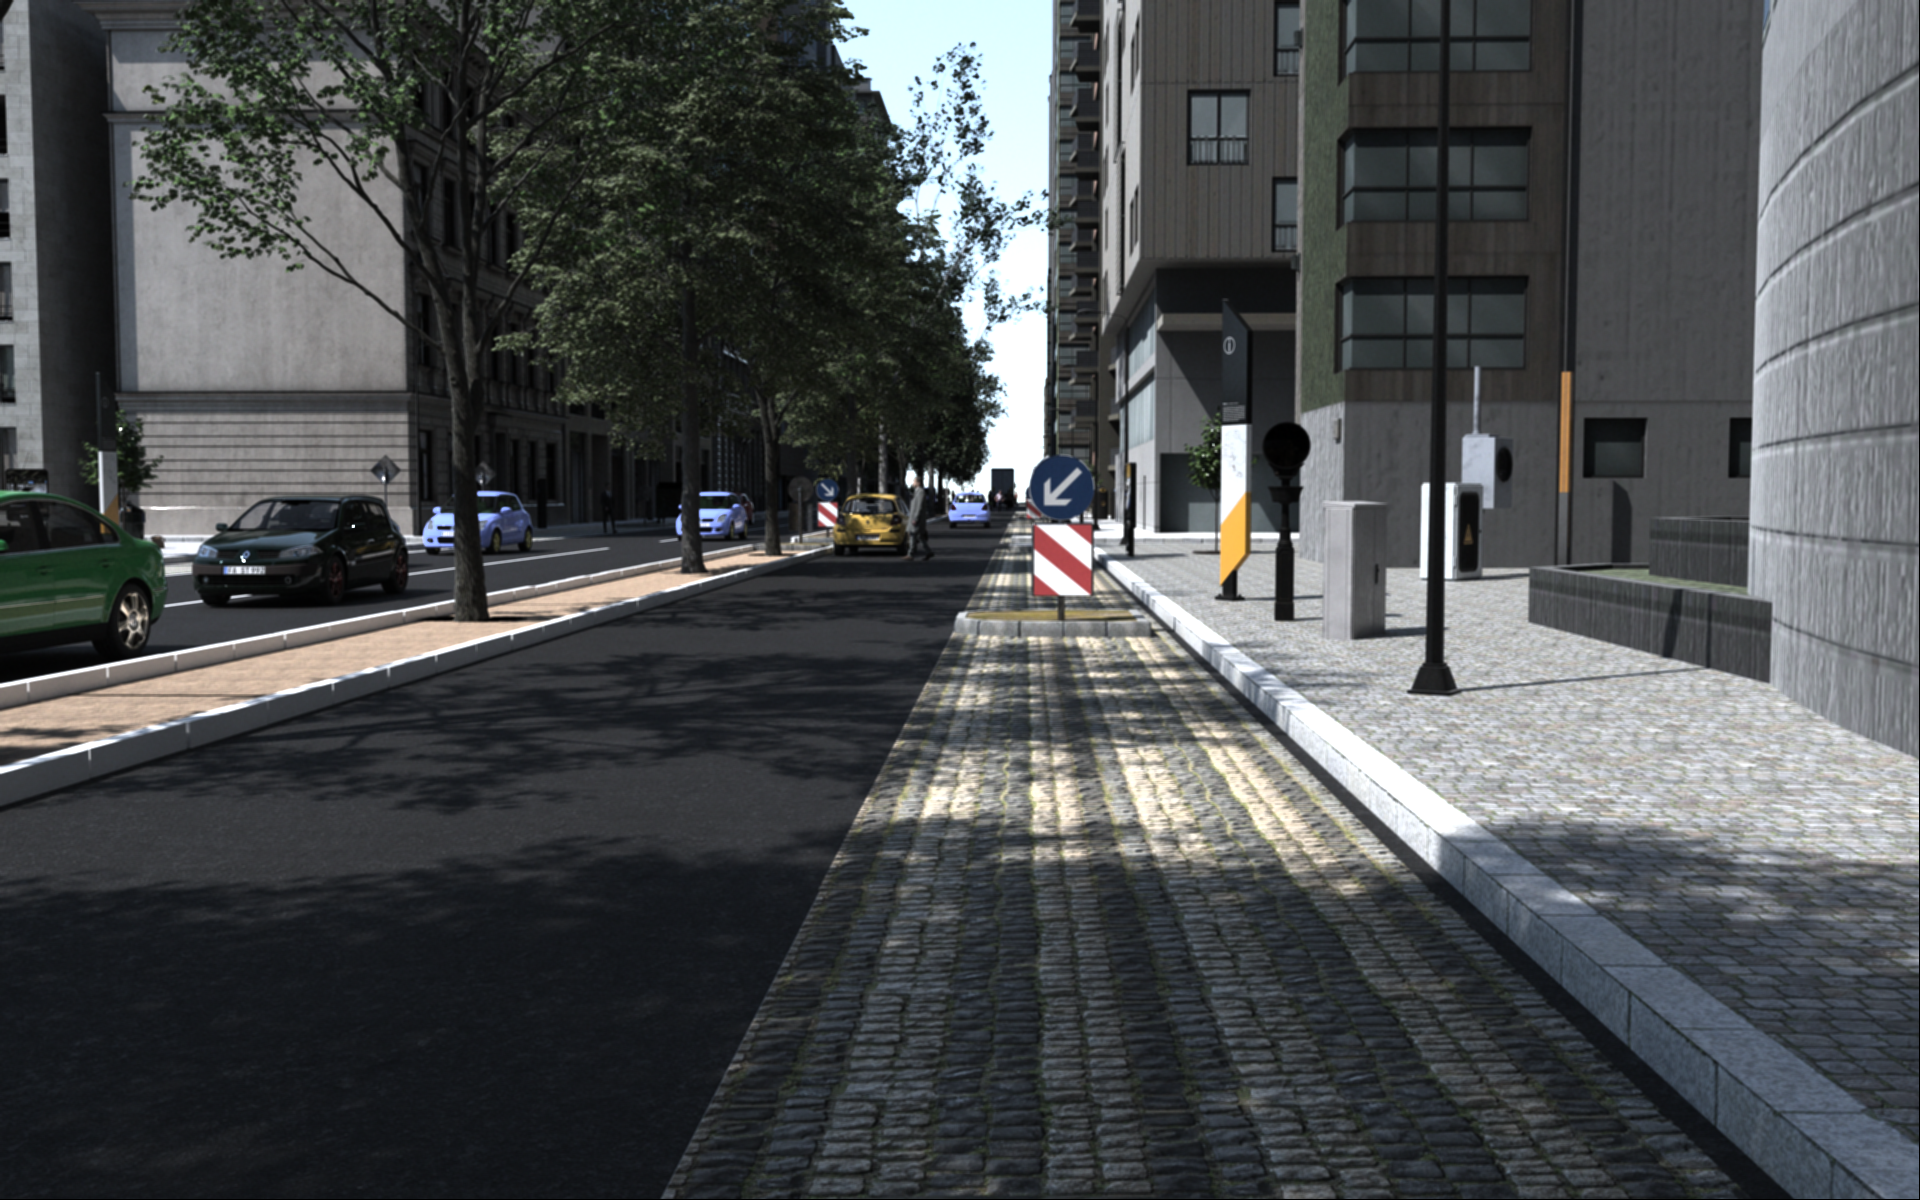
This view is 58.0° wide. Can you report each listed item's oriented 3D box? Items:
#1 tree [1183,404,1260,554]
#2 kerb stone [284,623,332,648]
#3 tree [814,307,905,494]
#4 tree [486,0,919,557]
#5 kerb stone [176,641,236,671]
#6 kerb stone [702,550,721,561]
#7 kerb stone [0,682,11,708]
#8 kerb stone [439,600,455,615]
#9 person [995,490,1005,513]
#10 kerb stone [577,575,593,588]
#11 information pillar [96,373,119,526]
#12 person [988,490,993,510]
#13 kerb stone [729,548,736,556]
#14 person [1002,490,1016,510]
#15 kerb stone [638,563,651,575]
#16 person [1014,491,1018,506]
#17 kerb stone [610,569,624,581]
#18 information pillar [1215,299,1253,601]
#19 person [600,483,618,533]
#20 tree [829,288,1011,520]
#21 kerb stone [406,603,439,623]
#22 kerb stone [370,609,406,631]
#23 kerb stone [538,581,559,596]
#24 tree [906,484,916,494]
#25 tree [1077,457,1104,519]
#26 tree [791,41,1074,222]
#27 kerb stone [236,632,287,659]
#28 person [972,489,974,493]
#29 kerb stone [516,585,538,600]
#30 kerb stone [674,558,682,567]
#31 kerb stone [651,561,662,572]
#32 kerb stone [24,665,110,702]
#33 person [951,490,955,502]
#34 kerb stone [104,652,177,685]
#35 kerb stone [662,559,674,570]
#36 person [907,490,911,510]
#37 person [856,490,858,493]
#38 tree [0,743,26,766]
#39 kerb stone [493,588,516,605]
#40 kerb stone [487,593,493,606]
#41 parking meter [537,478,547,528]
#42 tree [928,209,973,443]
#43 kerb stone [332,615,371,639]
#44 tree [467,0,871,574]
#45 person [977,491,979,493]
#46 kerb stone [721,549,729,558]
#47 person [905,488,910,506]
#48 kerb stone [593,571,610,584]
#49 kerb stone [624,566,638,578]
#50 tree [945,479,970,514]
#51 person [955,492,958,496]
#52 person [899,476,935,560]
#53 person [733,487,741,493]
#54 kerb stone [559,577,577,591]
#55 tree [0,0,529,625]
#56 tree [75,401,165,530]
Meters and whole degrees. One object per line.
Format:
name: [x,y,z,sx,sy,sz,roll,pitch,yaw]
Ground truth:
tree: [5.658,-2.610,37.279,1.663,3.219,1.824,0,3,0]
kerb stone: [-6.241,0.352,16.438,0.120,0.150,1.000,0,4,2]
tree: [-3.683,-6.705,62.439,4.737,8.622,4.395,0,3,0]
tree: [-4.419,-6.821,39.740,9.928,11.665,9.643,0,3,0]
kerb stone: [-6.324,0.479,14.395,0.120,0.150,1.000,0,4,2]
kerb stone: [-5.446,-0.961,37.956,0.120,0.150,1.000,0,4,2]
kerb stone: [-6.437,0.666,11.313,0.120,0.150,1.000,0,4,2]
kerb stone: [-6.092,0.102,20.526,0.120,0.150,1.000,0,4,2]
person: [3.029,-7.487,131.857,0.756,1.711,0.436,0,3,0]
kerb stone: [-5.870,-0.274,26.671,0.120,0.150,1.000,0,4,2]
information pillar: [-16.617,-2.594,33.763,0.183,3.616,0.504,0,4,8]
person: [2.723,-8.902,154.592,0.434,1.755,0.990,2,4,24]
kerb stone: [-5.370,-1.089,39.999,0.120,0.150,1.000,0,4,2]
person: [4.334,-8.925,154.521,1.348,1.812,0.705,-1,4,-15]
kerb stone: [-5.709,-0.523,30.773,0.120,0.150,1.000,0,4,2]
person: [6.979,-12.731,216.590,0.705,1.831,1.348,-1,4,-18]
kerb stone: [-5.789,-0.398,28.716,0.120,0.150,1.000,0,4,2]
information pillar: [3.302,-1.798,20.757,0.183,3.616,0.504,-2,4,-30]
person: [-12.792,-3.361,63.229,0.659,1.850,0.755,-3,4,-38]
tree: [-2.123,-10.626,93.199,9.611,12.733,9.660,0,3,0]
kerb stone: [-6.128,0.168,19.502,0.120,0.150,1.000,0,4,2]
kerb stone: [-6.178,0.227,18.481,0.120,0.150,1.000,0,4,2]
kerb stone: [-5.938,-0.134,24.622,0.120,0.150,1.000,0,4,2]
tree: [-8.891,-17.922,287.624,1.663,3.219,1.824,0,3,0]
tree: [6.446,-5.812,89.622,1.663,3.219,1.824,0,3,0]
tree: [-2.057,-13.053,71.755,12.611,20.169,13.585,0,3,0]
kerb stone: [-6.289,0.419,15.417,0.120,0.150,1.000,0,4,2]
person: [1.031,-7.836,136.621,1.348,1.824,0.705,0,4,1]
kerb stone: [-5.980,-0.086,23.597,0.120,0.150,1.000,0,4,2]
kerb stone: [-5.593,-0.713,33.853,0.120,0.150,1.000,0,4,2]
kerb stone: [-5.676,-0.587,31.800,0.120,0.150,1.000,0,4,2]
kerb stone: [-6.403,0.603,12.340,0.120,0.150,1.000,0,4,2]
person: [-0.641,-9.706,167.125,0.705,1.831,1.348,1,4,9]
kerb stone: [-6.368,0.540,13.373,0.120,0.150,1.000,0,4,2]
kerb stone: [-5.631,-0.650,32.826,0.120,0.150,1.000,0,4,2]
person: [-3.952,-7.421,130.504,0.551,1.740,0.621,1,4,16]
person: [-7.641,-7.361,129.558,1.217,1.736,0.721,0,4,-7]
tree: [-5.729,-4.933,8.865,9.928,11.665,9.643,0,3,0]
kerb stone: [-6.023,-0.023,22.576,0.120,0.150,1.000,0,4,2]
kerb stone: [-6.053,0.040,21.547,0.120,0.150,1.000,0,4,2]
parking meter: [-15.635,-3.612,64.762,0.255,1.863,0.399,-2,4,-31]
tree: [-3.462,-8.289,56.106,7.486,12.596,7.792,0,3,0]
kerb stone: [-6.209,0.290,17.459,0.120,0.150,1.000,0,4,2]
tree: [-4.720,-6.713,30.334,7.486,12.596,7.792,0,3,0]
person: [1.437,-8.477,147.815,0.721,1.735,1.217,1,4,15]
kerb stone: [-5.400,-1.026,38.977,0.120,0.150,1.000,0,4,2]
person: [-3.353,-5.930,105.572,0.709,1.813,0.853,1,4,12]
kerb stone: [-5.823,-0.329,27.695,0.120,0.150,1.000,0,4,2]
kerb stone: [-5.747,-0.460,29.752,0.120,0.150,1.000,0,4,2]
tree: [-0.906,-10.558,125.437,4.360,8.622,3.978,0,3,0]
person: [-0.380,-16.753,283.192,1.217,1.735,0.721,0,4,2]
person: [-0.932,-1.764,37.437,0.767,1.812,0.694,0,4,-1]
person: [-12.648,-5.478,98.042,0.580,1.828,0.573,1,4,17]
kerb stone: [-5.899,-0.206,25.650,0.120,0.150,1.000,0,4,2]
tree: [-5.599,-5.568,19.248,9.928,11.665,9.643,0,3,0]
tree: [-17.231,-2.526,35.897,1.663,3.219,1.824,0,3,0]
